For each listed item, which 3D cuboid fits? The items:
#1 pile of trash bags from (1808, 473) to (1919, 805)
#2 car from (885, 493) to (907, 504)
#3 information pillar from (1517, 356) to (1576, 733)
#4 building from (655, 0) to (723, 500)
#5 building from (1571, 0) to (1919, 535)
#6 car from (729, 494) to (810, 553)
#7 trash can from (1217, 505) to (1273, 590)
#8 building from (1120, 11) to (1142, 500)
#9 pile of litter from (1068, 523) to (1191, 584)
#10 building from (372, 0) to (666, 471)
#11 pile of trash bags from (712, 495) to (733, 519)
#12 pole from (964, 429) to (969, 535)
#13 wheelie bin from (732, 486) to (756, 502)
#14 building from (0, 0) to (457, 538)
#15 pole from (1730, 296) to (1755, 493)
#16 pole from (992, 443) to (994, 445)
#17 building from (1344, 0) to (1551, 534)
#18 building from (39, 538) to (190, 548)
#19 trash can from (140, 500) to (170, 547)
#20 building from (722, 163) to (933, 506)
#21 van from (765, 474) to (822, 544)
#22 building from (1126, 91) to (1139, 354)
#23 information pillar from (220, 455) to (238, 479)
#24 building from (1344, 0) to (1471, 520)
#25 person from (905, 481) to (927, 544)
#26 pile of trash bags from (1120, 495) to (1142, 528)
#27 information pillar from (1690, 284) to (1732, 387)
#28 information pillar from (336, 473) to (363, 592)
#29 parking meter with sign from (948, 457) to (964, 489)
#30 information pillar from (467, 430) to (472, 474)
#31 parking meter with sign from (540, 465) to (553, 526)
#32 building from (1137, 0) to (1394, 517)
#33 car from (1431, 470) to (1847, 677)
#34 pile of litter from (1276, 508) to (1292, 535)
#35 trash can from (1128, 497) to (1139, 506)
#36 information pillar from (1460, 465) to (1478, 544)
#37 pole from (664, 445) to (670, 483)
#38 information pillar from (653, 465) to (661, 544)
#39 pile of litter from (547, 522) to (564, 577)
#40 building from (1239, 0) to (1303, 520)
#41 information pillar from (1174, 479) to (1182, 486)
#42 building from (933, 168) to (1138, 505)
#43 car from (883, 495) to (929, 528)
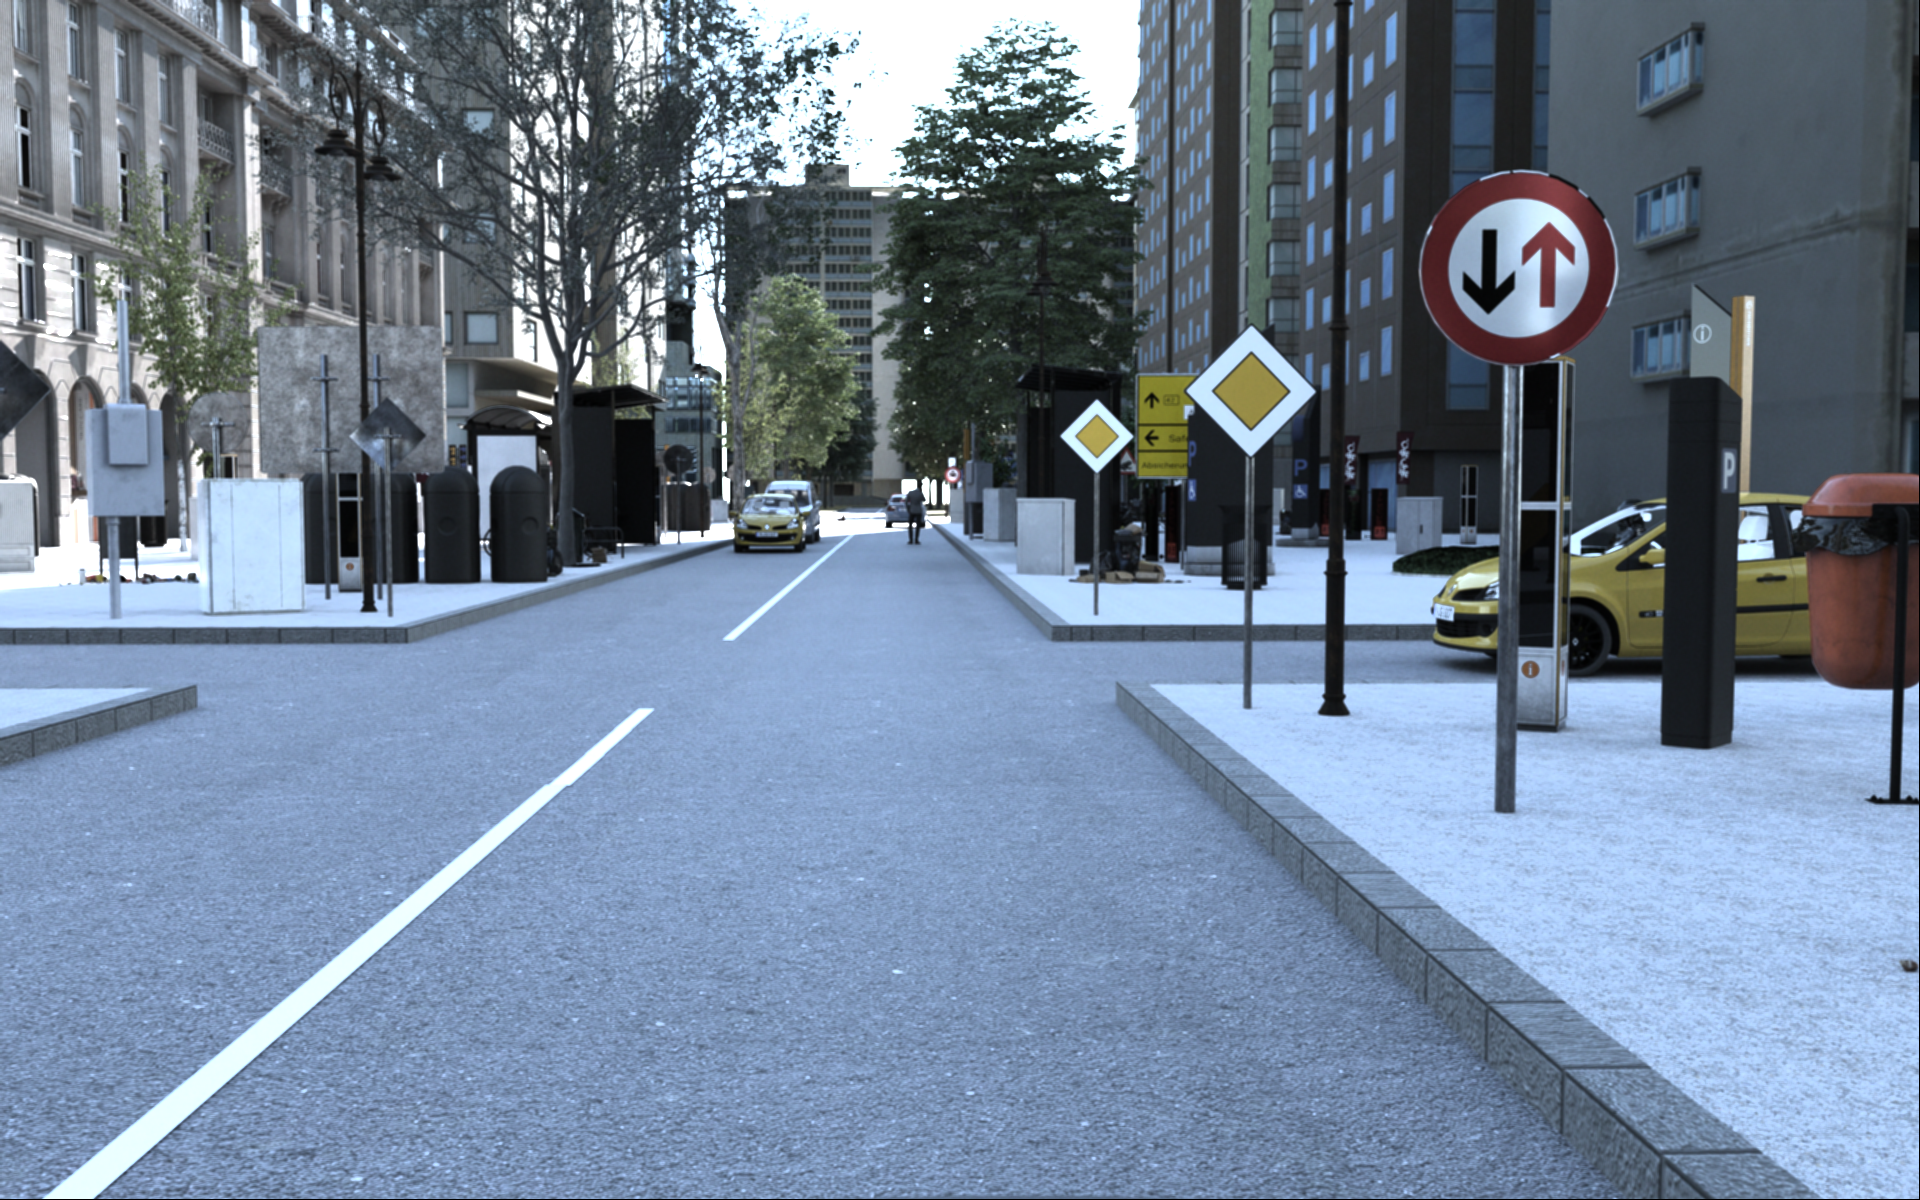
[{"bbox_3d":[5.310,0.150,7.301,3.447,1.369,1.912,0,4,4],"label":"pile of trash bags"},{"bbox_3d":[-3.454,-5.792,103.744,2.155,1.783,4.494,0,4,-1],"label":"car"},{"bbox_3d":[3.149,-0.302,9.436,0.304,2.012,0.304,2,4,28],"label":"information pillar"},{"bbox_3d":[-43.350,-54.142,197.894,31.000,86.520,22.319,0,4,-2],"label":"building"},{"bbox_3d":[26.033,-25.492,40.500,21.600,48.544,21.300,0,4,-2],"label":"building"},{"bbox_3d":[-4.775,-2.048,43.705,2.015,1.641,3.980,0,4,-3],"label":"car"},{"bbox_3d":[3.831,-0.713,23.315,0.748,1.137,0.748,0,3,0],"label":"trash can"},{"bbox_3d":[22.653,-50.546,139.097,22.319,86.520,31.000,0,4,-2],"label":"building"},{"bbox_3d":[2.477,-0.687,25.196,1.719,0.858,1.176,1,4,21],"label":"pile of litter"},{"bbox_3d":[-38.602,-33.644,139.321,27.495,52.752,28.713,0,4,-2],"label":"building"},{"bbox_3d":[-11.991,-4.900,89.871,3.447,1.369,1.912,-3,4,-36],"label":"pile of trash bags"},{"bbox_3d":[0.207,-3.709,54.493,0.158,3.312,0.155,0,3,0],"label":"pole"},{"bbox_3d":[-8.396,-3.621,67.118,0.693,1.594,0.980,-3,5,-41],"label":"wheelie bin"},{"bbox_3d":[-28.727,-13.735,66.359,13.314,21.916,24.055,0,4,-2],"label":"building"},{"bbox_3d":[8.076,-1.474,17.950,0.158,3.312,0.155,0,3,0],"label":"pole"},{"bbox_3d":[1.191,-4.360,65.135,0.158,3.312,0.155,0,3,0],"label":"pole"},{"bbox_3d":[20.684,-25.154,61.372,14.600,45.320,14.200,0,4,-2],"label":"building"},{"bbox_3d":[-27.538,-12.268,42.376,13.314,21.916,24.055,0,4,-2],"label":"building"},{"bbox_3d":[-19.500,-1.848,41.876,0.748,1.137,0.748,0,3,0],"label":"trash can"},{"bbox_3d":[-15.773,-31.461,206.262,23.993,40.220,32.217,0,4,-2],"label":"building"},{"bbox_3d":[-5.053,-2.705,51.238,2.013,2.044,4.112,0,4,-1],"label":"van"},{"bbox_3d":[35.197,-37.714,205.854,27.495,52.752,28.713,0,4,-2],"label":"building"},{"bbox_3d":[-13.645,-1.702,32.317,0.304,2.012,0.304,-1,4,-12],"label":"information pillar"},{"bbox_3d":[20.738,-27.730,103.502,14.600,45.320,14.200,0,4,-2],"label":"building"},{"bbox_3d":[-1.277,-2.507,49.673,0.592,1.802,0.473,1,4,20],"label":"person"},{"bbox_3d":[3.004,-2.144,44.811,1.912,1.369,3.447,-3,5,-40],"label":"pile of trash bags"},{"bbox_3d":[8.321,-1.706,19.251,0.183,3.616,0.504,-3,4,-38],"label":"information pillar"},{"bbox_3d":[-7.980,-1.112,22.679,0.304,2.012,0.304,-1,4,-11],"label":"information pillar"},{"bbox_3d":[0.262,-5.309,83.064,1.738,3.016,0.543,-3,5,-43],"label":"parking meter with sign"},{"bbox_3d":[-14.107,-3.610,50.379,0.183,3.616,0.504,2,4,24],"label":"information pillar"},{"bbox_3d":[-11.063,-3.008,45.436,1.738,3.016,0.543,0,4,-4],"label":"parking meter with sign"},{"bbox_3d":[19.957,-28.598,117.690,14.600,45.320,14.200,0,4,-2],"label":"building"},{"bbox_3d":[5.957,-0.252,14.339,3.980,1.641,2.015,0,4,-2],"label":"car"},{"bbox_3d":[10.569,-2.500,54.845,1.176,0.858,1.719,1,4,17],"label":"pile of litter"},{"bbox_3d":[9.305,-4.994,93.306,0.748,1.137,0.748,0,3,0],"label":"trash can"},{"bbox_3d":[12.978,-2.426,44.162,0.304,2.012,0.304,-1,4,-13],"label":"information pillar"},{"bbox_3d":[-12.121,-4.765,71.746,0.158,3.312,0.155,0,3,0],"label":"pole"},{"bbox_3d":[-7.890,-2.444,44.452,0.304,2.012,0.304,1,4,22],"label":"information pillar"},{"bbox_3d":[-6.792,-0.806,27.142,1.176,0.858,1.719,1,4,11],"label":"pile of litter"},{"bbox_3d":[20.636,-24.466,83.610,14.154,41.232,14.086,0,4,-2],"label":"building"},{"bbox_3d":[10.301,-5.504,81.348,0.504,3.616,0.183,1,4,21],"label":"information pillar"},{"bbox_3d":[8.423,-31.550,207.726,23.993,40.220,32.217,0,4,-2],"label":"building"},{"bbox_3d":[-2.331,-3.841,74.806,2.014,1.417,4.499,0,4,0],"label":"car"}]
